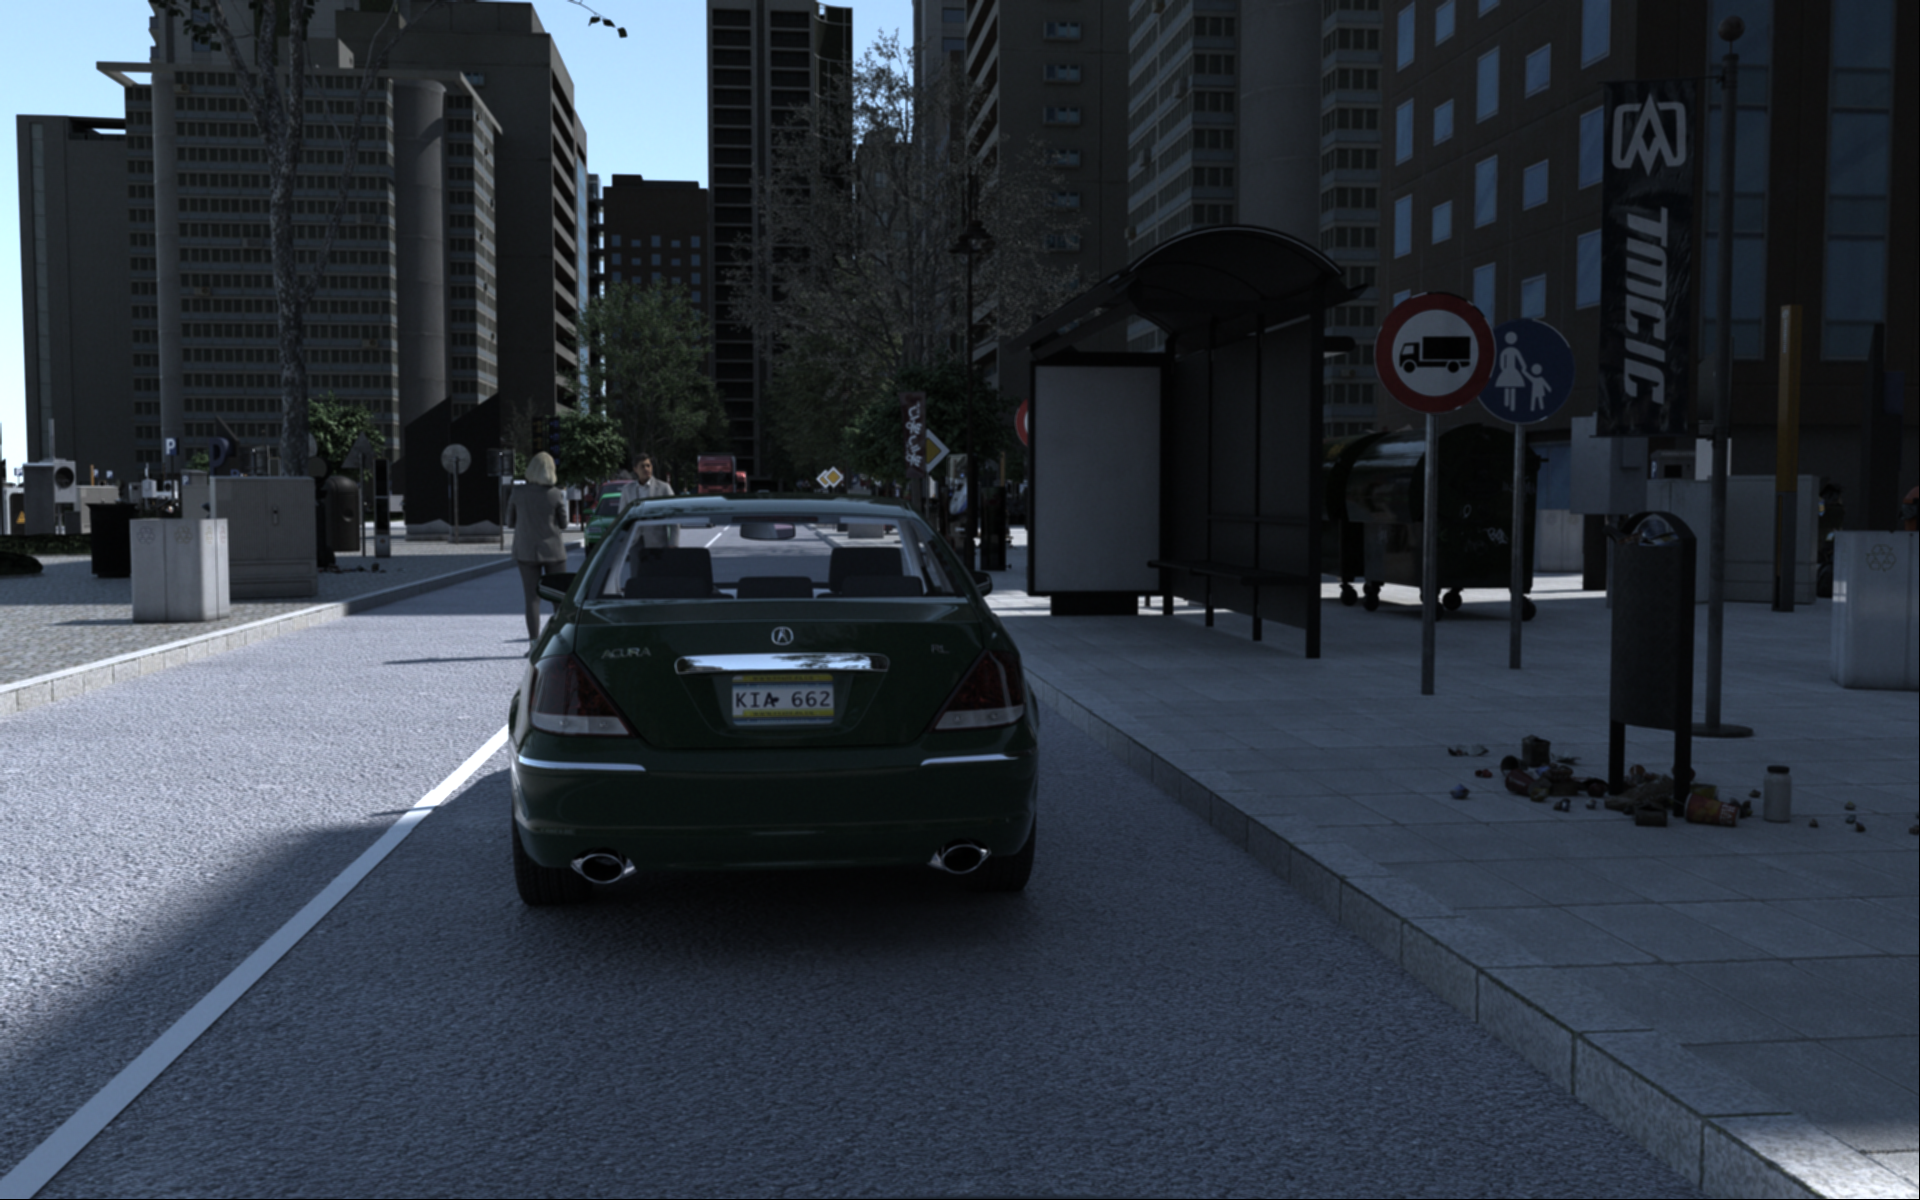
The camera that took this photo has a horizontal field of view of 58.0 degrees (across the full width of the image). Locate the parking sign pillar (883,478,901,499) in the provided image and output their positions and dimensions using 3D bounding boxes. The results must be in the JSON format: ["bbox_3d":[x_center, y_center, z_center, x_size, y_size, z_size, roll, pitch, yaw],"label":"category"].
[{"bbox_3d":[-2.944,-5.375,76.360,1.447,3.967,1.447,2,4,23],"label":"parking sign pillar"}]

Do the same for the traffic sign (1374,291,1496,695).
[{"bbox_3d":[2.995,-0.667,11.014,0.768,2.556,0.104,0,4,1],"label":"traffic sign"}]

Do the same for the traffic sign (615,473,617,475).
[{"bbox_3d":[-20.467,-6.304,103.079,0.884,2.594,0.081,0,4,3],"label":"traffic sign"}]

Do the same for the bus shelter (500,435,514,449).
[{"bbox_3d":[-14.886,-3.575,52.381,2.014,3.302,5.546,0,4,-6],"label":"bus shelter"}]

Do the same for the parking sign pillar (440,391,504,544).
[{"bbox_3d":[-12.715,-3.481,45.379,1.447,3.967,1.447,-1,4,-21],"label":"parking sign pillar"}]

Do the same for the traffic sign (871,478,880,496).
[{"bbox_3d":[-3.404,-4.272,71.038,0.795,2.450,0.064,0,4,3],"label":"traffic sign"}]

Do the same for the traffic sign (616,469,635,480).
[{"bbox_3d":[-13.388,-4.013,69.251,0.795,2.450,0.064,0,4,-6],"label":"traffic sign"}]

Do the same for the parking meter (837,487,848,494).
[{"bbox_3d":[-3.986,-3.076,58.704,0.372,1.533,0.369,0,3,0],"label":"parking meter"}]

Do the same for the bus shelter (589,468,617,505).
[{"bbox_3d":[-19.747,-7.035,92.661,2.179,5.291,8.768,0,4,-6],"label":"bus shelter"}]

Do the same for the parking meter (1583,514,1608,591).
[{"bbox_3d":[8.523,-0.899,23.114,0.372,1.533,0.369,0,3,0],"label":"parking meter"}]

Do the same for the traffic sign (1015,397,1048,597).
[{"bbox_3d":[1.058,-1.310,21.524,0.768,2.556,0.104,0,4,-6],"label":"traffic sign"}]

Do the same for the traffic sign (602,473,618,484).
[{"bbox_3d":[-12.487,-3.527,61.316,0.795,2.450,0.064,0,4,-6],"label":"traffic sign"}]

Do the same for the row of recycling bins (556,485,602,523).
[{"bbox_3d":[-16.592,-4.331,77.930,3.534,1.692,1.069,-2,4,-24],"label":"row of recycling bins"}]

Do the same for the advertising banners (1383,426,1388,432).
[{"bbox_3d":[10.971,-3.015,45.487,0.090,3.025,2.074,0,4,2],"label":"advertising banners"}]

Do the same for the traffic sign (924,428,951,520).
[{"bbox_3d":[-0.560,-1.785,30.366,0.795,2.450,0.064,0,4,-4],"label":"traffic sign"}]

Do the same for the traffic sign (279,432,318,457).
[{"bbox_3d":[-12.849,-2.050,33.628,0.768,2.556,0.104,0,4,3],"label":"traffic sign"}]

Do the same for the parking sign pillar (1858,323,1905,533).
[{"bbox_3d":[14.840,-2.414,27.941,1.447,3.967,1.447,1,4,21],"label":"parking sign pillar"}]

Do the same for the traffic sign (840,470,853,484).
[{"bbox_3d":[-6.046,-5.608,91.802,0.768,2.556,0.104,0,4,-4],"label":"traffic sign"}]

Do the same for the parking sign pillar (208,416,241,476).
[{"bbox_3d":[-25.119,-4.325,59.187,1.447,3.967,1.447,3,4,38],"label":"parking sign pillar"}]

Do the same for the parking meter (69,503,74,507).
[{"bbox_3d":[-59.918,-6.803,116.944,0.399,1.863,0.255,0,4,5],"label":"parking meter"}]

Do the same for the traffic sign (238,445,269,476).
[{"bbox_3d":[-14.822,-2.094,36.369,0.606,2.300,0.079,0,4,-6],"label":"traffic sign"}]

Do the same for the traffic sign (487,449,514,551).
[{"bbox_3d":[-10.368,-2.264,39.139,0.606,2.300,0.079,0,4,0],"label":"traffic sign"}]

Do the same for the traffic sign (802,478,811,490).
[{"bbox_3d":[-12.272,-8.487,138.758,0.884,2.594,0.081,0,4,2],"label":"traffic sign"}]

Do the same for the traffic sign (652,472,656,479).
[{"bbox_3d":[-16.247,-5.565,90.991,0.884,2.594,0.081,0,4,-5],"label":"traffic sign"}]

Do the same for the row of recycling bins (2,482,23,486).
[{"bbox_3d":[-32.606,-3.139,58.428,3.534,1.692,1.069,1,4,14],"label":"row of recycling bins"}]

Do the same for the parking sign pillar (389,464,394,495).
[{"bbox_3d":[-34.960,-7.329,108.300,1.447,3.967,1.447,-2,4,-34],"label":"parking sign pillar"}]

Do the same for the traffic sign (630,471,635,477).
[{"bbox_3d":[-17.852,-5.813,95.147,0.768,2.556,0.104,0,4,-3],"label":"traffic sign"}]

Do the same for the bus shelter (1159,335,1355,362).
[{"bbox_3d":[3.709,-3.029,27.160,2.179,5.291,8.768,0,4,-7],"label":"bus shelter"}]

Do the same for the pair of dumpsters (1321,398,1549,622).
[{"bbox_3d":[4.945,-1.033,19.378,1.574,2.255,4.437,0,4,-6],"label":"pair of dumpsters"}]

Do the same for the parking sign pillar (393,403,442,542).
[{"bbox_3d":[-14.443,-3.597,47.291,1.447,3.967,1.447,0,4,-1],"label":"parking sign pillar"}]

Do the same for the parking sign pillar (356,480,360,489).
[{"bbox_3d":[-45.284,-8.567,128.547,1.447,3.967,1.447,0,4,2],"label":"parking sign pillar"}]

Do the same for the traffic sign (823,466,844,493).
[{"bbox_3d":[-4.541,-3.581,62.195,0.795,2.450,0.064,0,4,-6],"label":"traffic sign"}]

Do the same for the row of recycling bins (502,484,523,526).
[{"bbox_3d":[-18.097,-3.861,70.248,1.069,1.692,3.534,-2,4,-27],"label":"row of recycling bins"}]

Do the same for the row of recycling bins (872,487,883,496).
[{"bbox_3d":[-6.189,-8.419,144.767,3.534,1.692,1.069,2,4,29],"label":"row of recycling bins"}]

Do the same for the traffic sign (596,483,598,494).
[{"bbox_3d":[-15.633,-4.562,74.698,0.768,2.556,0.104,0,4,-4],"label":"traffic sign"}]

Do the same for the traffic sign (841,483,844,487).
[{"bbox_3d":[-6.755,-6.142,101.611,0.795,2.450,0.064,0,4,1],"label":"traffic sign"}]

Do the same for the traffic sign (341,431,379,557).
[{"bbox_3d":[-12.245,-2.171,35.501,0.884,2.594,0.081,0,4,-2],"label":"traffic sign"}]

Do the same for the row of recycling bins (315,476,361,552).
[{"bbox_3d":[-14.534,-2.004,39.875,1.069,1.692,3.534,-2,4,-30],"label":"row of recycling bins"}]

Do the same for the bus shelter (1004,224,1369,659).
[{"bbox_3d":[1.775,-1.337,15.776,2.014,3.302,5.546,0,4,-6],"label":"bus shelter"}]

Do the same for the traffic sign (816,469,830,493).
[{"bbox_3d":[-5.443,-4.066,70.129,0.795,2.450,0.064,0,4,-6],"label":"traffic sign"}]

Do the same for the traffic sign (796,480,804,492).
[{"bbox_3d":[-13.121,-8.722,142.705,0.768,2.556,0.104,0,4,-3],"label":"traffic sign"}]

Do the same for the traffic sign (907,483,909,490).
[{"bbox_3d":[-1.880,-3.841,62.900,0.768,2.556,0.104,0,4,3],"label":"traffic sign"}]

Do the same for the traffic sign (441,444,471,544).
[{"bbox_3d":[-12.811,-2.686,44.028,0.768,2.556,0.104,0,4,3],"label":"traffic sign"}]

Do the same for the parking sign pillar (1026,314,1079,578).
[{"bbox_3d":[1.728,-2.312,26.269,1.447,3.967,1.447,-2,4,-32],"label":"parking sign pillar"}]

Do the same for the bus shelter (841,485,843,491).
[{"bbox_3d":[-9.081,-8.912,139.626,2.014,3.302,5.546,0,4,-7],"label":"bus shelter"}]

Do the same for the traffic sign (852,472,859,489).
[{"bbox_3d":[-6.090,-6.008,98.338,0.768,2.556,0.104,0,4,-3],"label":"traffic sign"}]

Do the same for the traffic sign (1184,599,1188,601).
[{"bbox_3d":[2.737,-1.265,20.794,0.768,2.556,0.104,0,4,1],"label":"traffic sign"}]

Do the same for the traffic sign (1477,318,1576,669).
[{"bbox_3d":[4.082,-0.768,12.658,0.768,2.556,0.104,0,4,-1],"label":"traffic sign"}]
